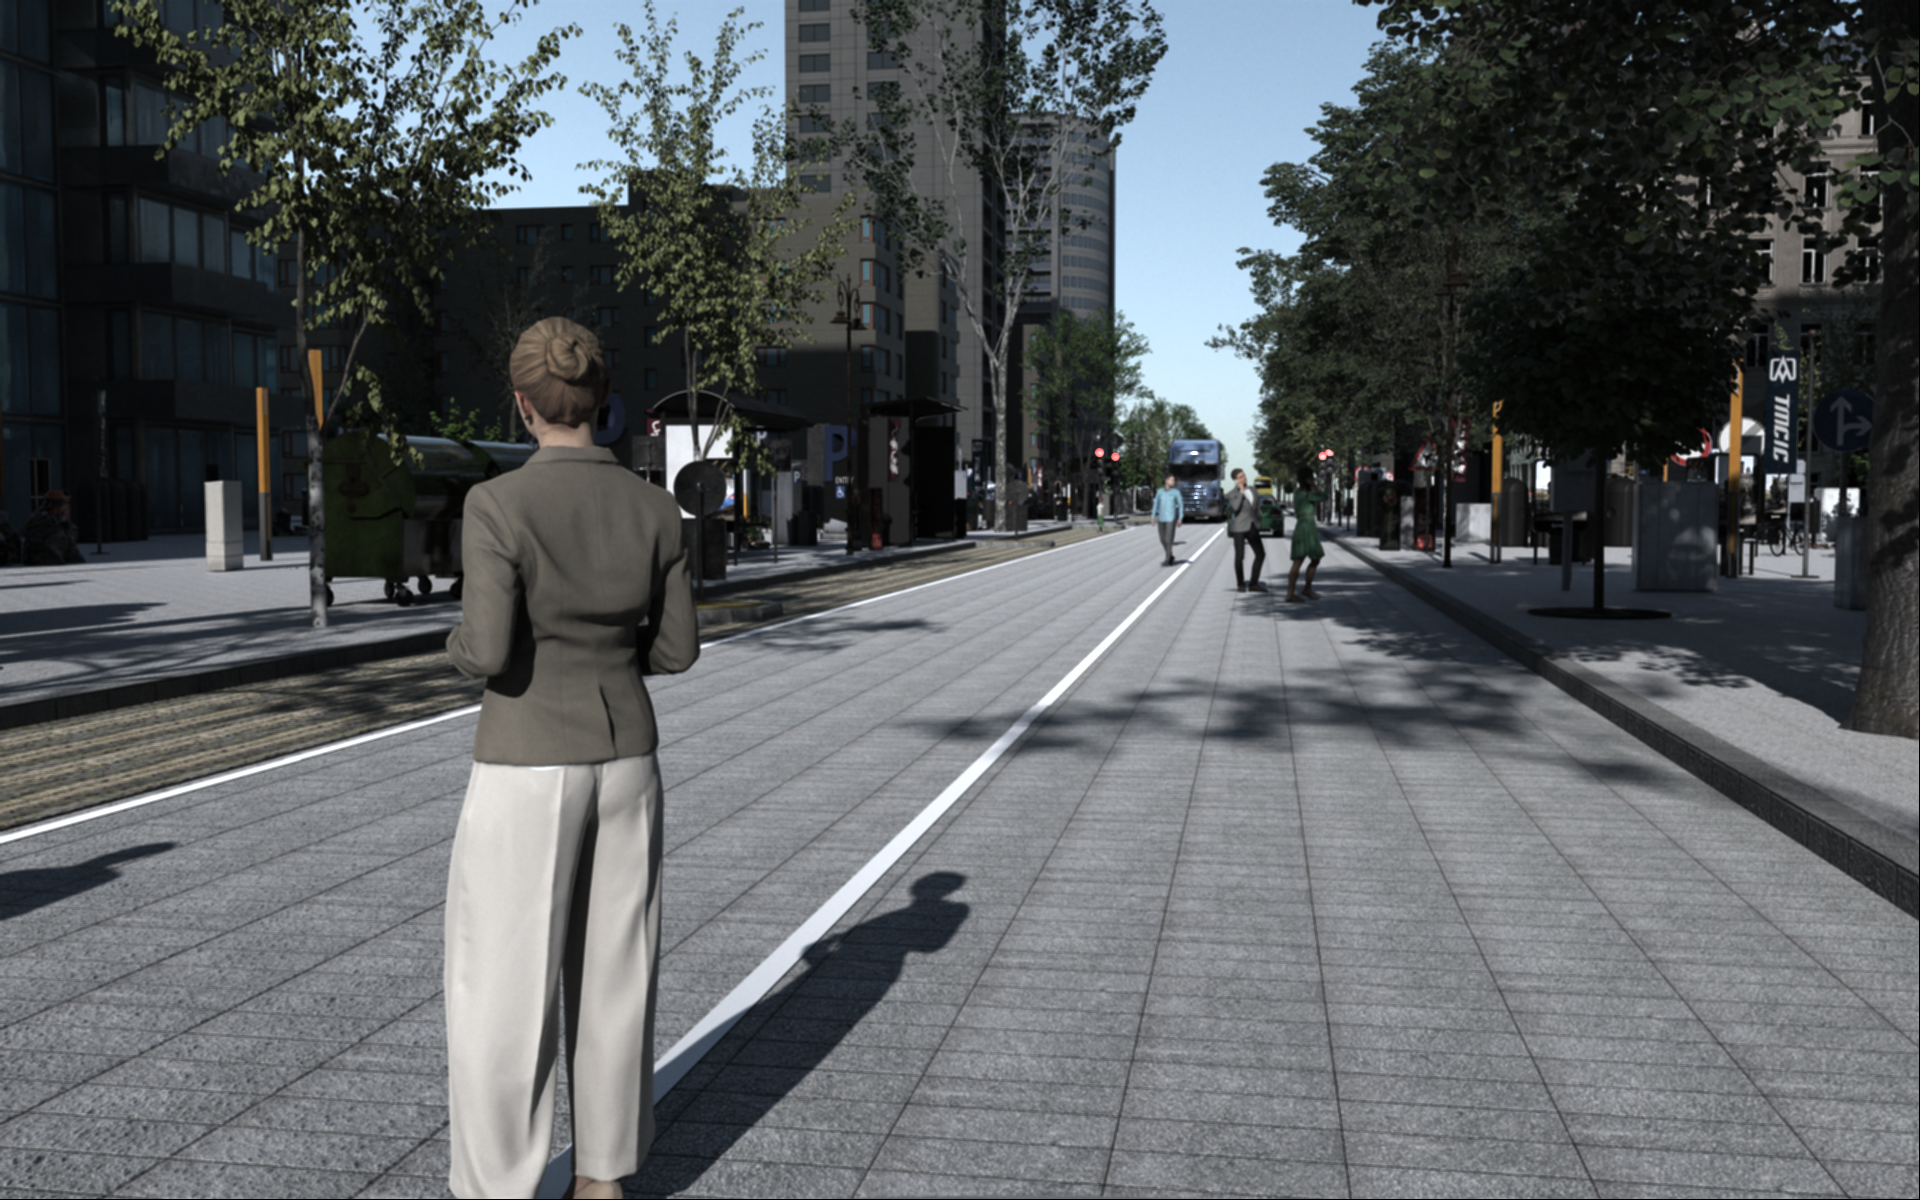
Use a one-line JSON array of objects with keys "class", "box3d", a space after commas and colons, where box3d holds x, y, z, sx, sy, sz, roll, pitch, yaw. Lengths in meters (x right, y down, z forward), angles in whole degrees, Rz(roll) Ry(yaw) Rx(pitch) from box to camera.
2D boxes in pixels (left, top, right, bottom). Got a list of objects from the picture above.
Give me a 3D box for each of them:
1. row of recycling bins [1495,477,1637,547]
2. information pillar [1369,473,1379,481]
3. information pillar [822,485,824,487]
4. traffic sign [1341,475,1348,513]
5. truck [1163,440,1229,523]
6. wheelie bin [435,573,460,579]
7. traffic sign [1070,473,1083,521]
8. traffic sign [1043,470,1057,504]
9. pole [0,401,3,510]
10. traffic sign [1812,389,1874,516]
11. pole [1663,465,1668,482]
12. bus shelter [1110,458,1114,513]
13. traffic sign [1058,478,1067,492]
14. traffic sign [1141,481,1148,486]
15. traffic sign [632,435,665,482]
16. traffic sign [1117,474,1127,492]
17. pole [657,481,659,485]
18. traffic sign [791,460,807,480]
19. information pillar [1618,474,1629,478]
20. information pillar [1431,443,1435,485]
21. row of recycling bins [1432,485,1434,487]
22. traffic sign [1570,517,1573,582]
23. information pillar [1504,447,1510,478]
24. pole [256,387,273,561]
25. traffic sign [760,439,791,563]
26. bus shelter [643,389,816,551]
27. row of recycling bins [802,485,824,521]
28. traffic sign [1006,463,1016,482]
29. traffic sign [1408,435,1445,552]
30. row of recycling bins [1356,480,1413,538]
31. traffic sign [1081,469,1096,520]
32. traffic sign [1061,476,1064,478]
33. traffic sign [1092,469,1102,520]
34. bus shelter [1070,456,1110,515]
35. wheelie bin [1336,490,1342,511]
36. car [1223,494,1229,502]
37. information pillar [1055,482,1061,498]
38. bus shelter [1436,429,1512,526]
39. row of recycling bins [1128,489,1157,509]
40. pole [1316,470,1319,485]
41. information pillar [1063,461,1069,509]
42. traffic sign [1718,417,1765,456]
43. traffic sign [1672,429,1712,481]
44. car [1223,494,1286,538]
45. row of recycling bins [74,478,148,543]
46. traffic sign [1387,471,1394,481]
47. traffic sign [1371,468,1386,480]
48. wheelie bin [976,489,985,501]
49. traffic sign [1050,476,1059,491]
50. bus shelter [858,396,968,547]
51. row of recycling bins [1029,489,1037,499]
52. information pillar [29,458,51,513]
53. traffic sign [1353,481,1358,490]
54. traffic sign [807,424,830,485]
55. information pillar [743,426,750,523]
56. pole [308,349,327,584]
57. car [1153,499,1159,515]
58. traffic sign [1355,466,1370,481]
[{"class": "row of recycling bins", "box3d": [14.753, -2.139, 42.090, 3.534, 1.692, 1.069, 0, 4, 1]}, {"class": "information pillar", "box3d": [14.216, -3.365, 59.506, 0.304, 2.012, 0.304, 1, 4, 9]}, {"class": "information pillar", "box3d": [-7.327, -6.268, 93.839, 0.183, 3.616, 0.504, -3, 4, -38]}, {"class": "traffic sign", "box3d": [25.249, -6.958, 113.866, 0.768, 2.556, 0.104, 1, 4, 18]}, {"class": "truck", "box3d": [12.729, -6.215, 91.372, 2.967, 4.110, 18.799, 1, 4, 10]}, {"class": "wheelie bin", "box3d": [-7.670, -1.135, 26.472, 0.980, 1.594, 0.693, 2, 4, 23]}, {"class": "traffic sign", "box3d": [5.606, -4.977, 83.501, 0.606, 2.300, 0.079, 1, 4, 19]}, {"class": "traffic sign", "box3d": [4.684, -5.542, 90.713, 0.768, 2.556, 0.104, 1, 4, 15]}, {"class": "pole", "box3d": [-20.995, -2.693, 37.866, 0.158, 3.312, 0.155, 0, 3, 0]}, {"class": "traffic sign", "box3d": [10.748, -1.283, 21.078, 0.768, 2.556, 0.104, 1, 4, 14]}, {"class": "pole", "box3d": [32.019, -5.189, 78.684, 0.158, 3.312, 0.155, 0, 3, 0]}, {"class": "bus shelter", "box3d": [9.627, -7.670, 116.694, 1.731, 3.624, 6.357, 1, 4, 10]}, {"class": "traffic sign", "box3d": [6.405, -6.545, 109.145, 0.606, 2.300, 0.079, 1, 4, 12]}, {"class": "traffic sign", "box3d": [15.630, -8.997, 147.202, 0.768, 2.556, 0.104, 1, 4, 19]}, {"class": "traffic sign", "box3d": [-5.446, -1.723, 30.302, 0.606, 2.300, 0.079, 1, 4, 14]}, {"class": "traffic sign", "box3d": [10.212, -6.714, 109.877, 0.768, 2.556, 0.104, 1, 4, 18]}, {"class": "pole", "box3d": [-16.889, -6.282, 96.558, 0.158, 3.312, 0.155, 0, 3, 0]}, {"class": "traffic sign", "box3d": [-4.769, -3.015, 51.424, 0.606, 2.300, 0.079, 1, 4, 15]}, {"class": "information pillar", "box3d": [24.779, -3.687, 64.770, 0.304, 2.012, 0.304, -2, 4, -24]}, {"class": "information pillar", "box3d": [21.611, -5.409, 79.797, 0.504, 3.616, 0.183, 0, 4, 3]}, {"class": "row of recycling bins", "box3d": [17.586, -3.660, 66.961, 3.534, 1.692, 1.069, 0, 4, 1]}, {"class": "traffic sign", "box3d": [8.914, -1.541, 25.298, 0.768, 2.556, 0.104, 1, 4, 14]}, {"class": "information pillar", "box3d": [26.474, -5.667, 84.011, 0.504, 3.616, 0.183, -2, 4, -35]}, {"class": "pole", "box3d": [-13.337, -2.408, 33.206, 0.158, 3.312, 0.155, 0, 3, 0]}, {"class": "traffic sign", "box3d": [-3.435, -1.843, 32.258, 0.606, 2.300, 0.079, 1, 4, 14]}, {"class": "bus shelter", "box3d": [-4.683, -2.584, 36.173, 2.014, 3.302, 5.546, 1, 4, 10]}, {"class": "row of recycling bins", "box3d": [-7.656, -4.635, 82.890, 3.534, 1.692, 1.069, 3, 5, 44]}, {"class": "traffic sign", "box3d": [1.887, -4.314, 70.638, 0.768, 2.556, 0.104, 1, 4, 14]}, {"class": "traffic sign", "box3d": [10.372, -2.348, 38.399, 0.884, 2.594, 0.081, 1, 4, 12]}, {"class": "row of recycling bins", "box3d": [12.512, -2.691, 51.106, 1.069, 1.692, 3.534, 0, 4, -3]}, {"class": "traffic sign", "box3d": [6.368, -5.270, 86.264, 0.768, 2.556, 0.104, 1, 4, 10]}, {"class": "traffic sign", "box3d": [6.794, -7.196, 117.764, 0.768, 2.556, 0.104, 1, 4, 11]}, {"class": "traffic sign", "box3d": [6.779, -5.327, 87.200, 0.768, 2.556, 0.104, 1, 4, 12]}, {"class": "bus shelter", "box3d": [8.072, -7.166, 108.453, 1.731, 3.624, 6.357, 1, 4, 10]}, {"class": "wheelie bin", "box3d": [27.924, -7.368, 128.373, 0.693, 1.594, 0.980, 3, 4, 36]}, {"class": "car", "box3d": [29.966, -11.309, 194.683, 2.009, 1.686, 4.222, 1, 4, 11]}, {"class": "information pillar", "box3d": [5.815, -5.986, 102.356, 0.304, 2.012, 0.304, 1, 4, 15]}, {"class": "bus shelter", "box3d": [16.708, -3.846, 56.800, 2.014, 3.302, 5.546, 1, 4, 10]}, {"class": "row of recycling bins", "box3d": [15.306, -8.454, 145.338, 1.069, 1.692, 3.534, 3, 5, 43]}, {"class": "pole", "box3d": [24.104, -7.512, 116.670, 0.158, 3.312, 0.155, 0, 3, 0]}, {"class": "information pillar", "box3d": [7.358, -8.045, 122.895, 0.183, 3.616, 0.504, -1, 4, -16]}, {"class": "traffic sign", "box3d": [13.023, -1.760, 28.885, 0.768, 2.556, 0.104, 1, 4, 16]}, {"class": "traffic sign", "box3d": [13.197, -1.915, 31.424, 0.768, 2.556, 0.104, 1, 4, 11]}, {"class": "car", "box3d": [9.922, -2.842, 58.260, 2.131, 1.459, 4.920, 1, 4, 8]}, {"class": "row of recycling bins", "box3d": [-22.792, -2.418, 46.653, 1.069, 1.692, 3.534, 0, 4, -6]}, {"class": "traffic sign", "box3d": [23.981, -5.932, 97.086, 0.768, 2.556, 0.104, 1, 4, 18]}, {"class": "traffic sign", "box3d": [15.982, -3.918, 66.187, 0.606, 2.300, 0.079, 1, 4, 16]}, {"class": "wheelie bin", "box3d": [1.461, -6.306, 111.004, 0.693, 1.594, 0.980, 2, 4, 32]}, {"class": "traffic sign", "box3d": [5.794, -6.623, 108.390, 0.768, 2.556, 0.104, 1, 4, 19]}, {"class": "bus shelter", "box3d": [-1.142, -3.274, 44.805, 1.731, 3.624, 6.357, 1, 4, 10]}, {"class": "row of recycling bins", "box3d": [5.911, -7.866, 135.716, 3.534, 1.692, 1.069, -2, 4, -27]}, {"class": "information pillar", "box3d": [-18.830, -1.896, 35.491, 0.304, 2.012, 0.304, 3, 5, 42]}, {"class": "traffic sign", "box3d": [33.350, -8.958, 146.561, 0.768, 2.556, 0.104, 1, 4, 18]}, {"class": "traffic sign", "box3d": [-3.327, -3.433, 50.000, 2.265, 3.308, 0.079, 1, 4, 13]}, {"class": "information pillar", "box3d": [-7.091, -4.052, 57.610, 0.183, 3.616, 0.504, 1, 4, 9]}, {"class": "pole", "box3d": [-9.119, -1.880, 24.577, 0.158, 3.312, 0.155, 0, 3, 0]}, {"class": "car", "box3d": [14.283, -6.705, 119.214, 1.945, 1.707, 3.694, 1, 4, 10]}, {"class": "traffic sign", "box3d": [17.877, -4.702, 76.986, 0.768, 2.556, 0.104, 1, 4, 19]}]
